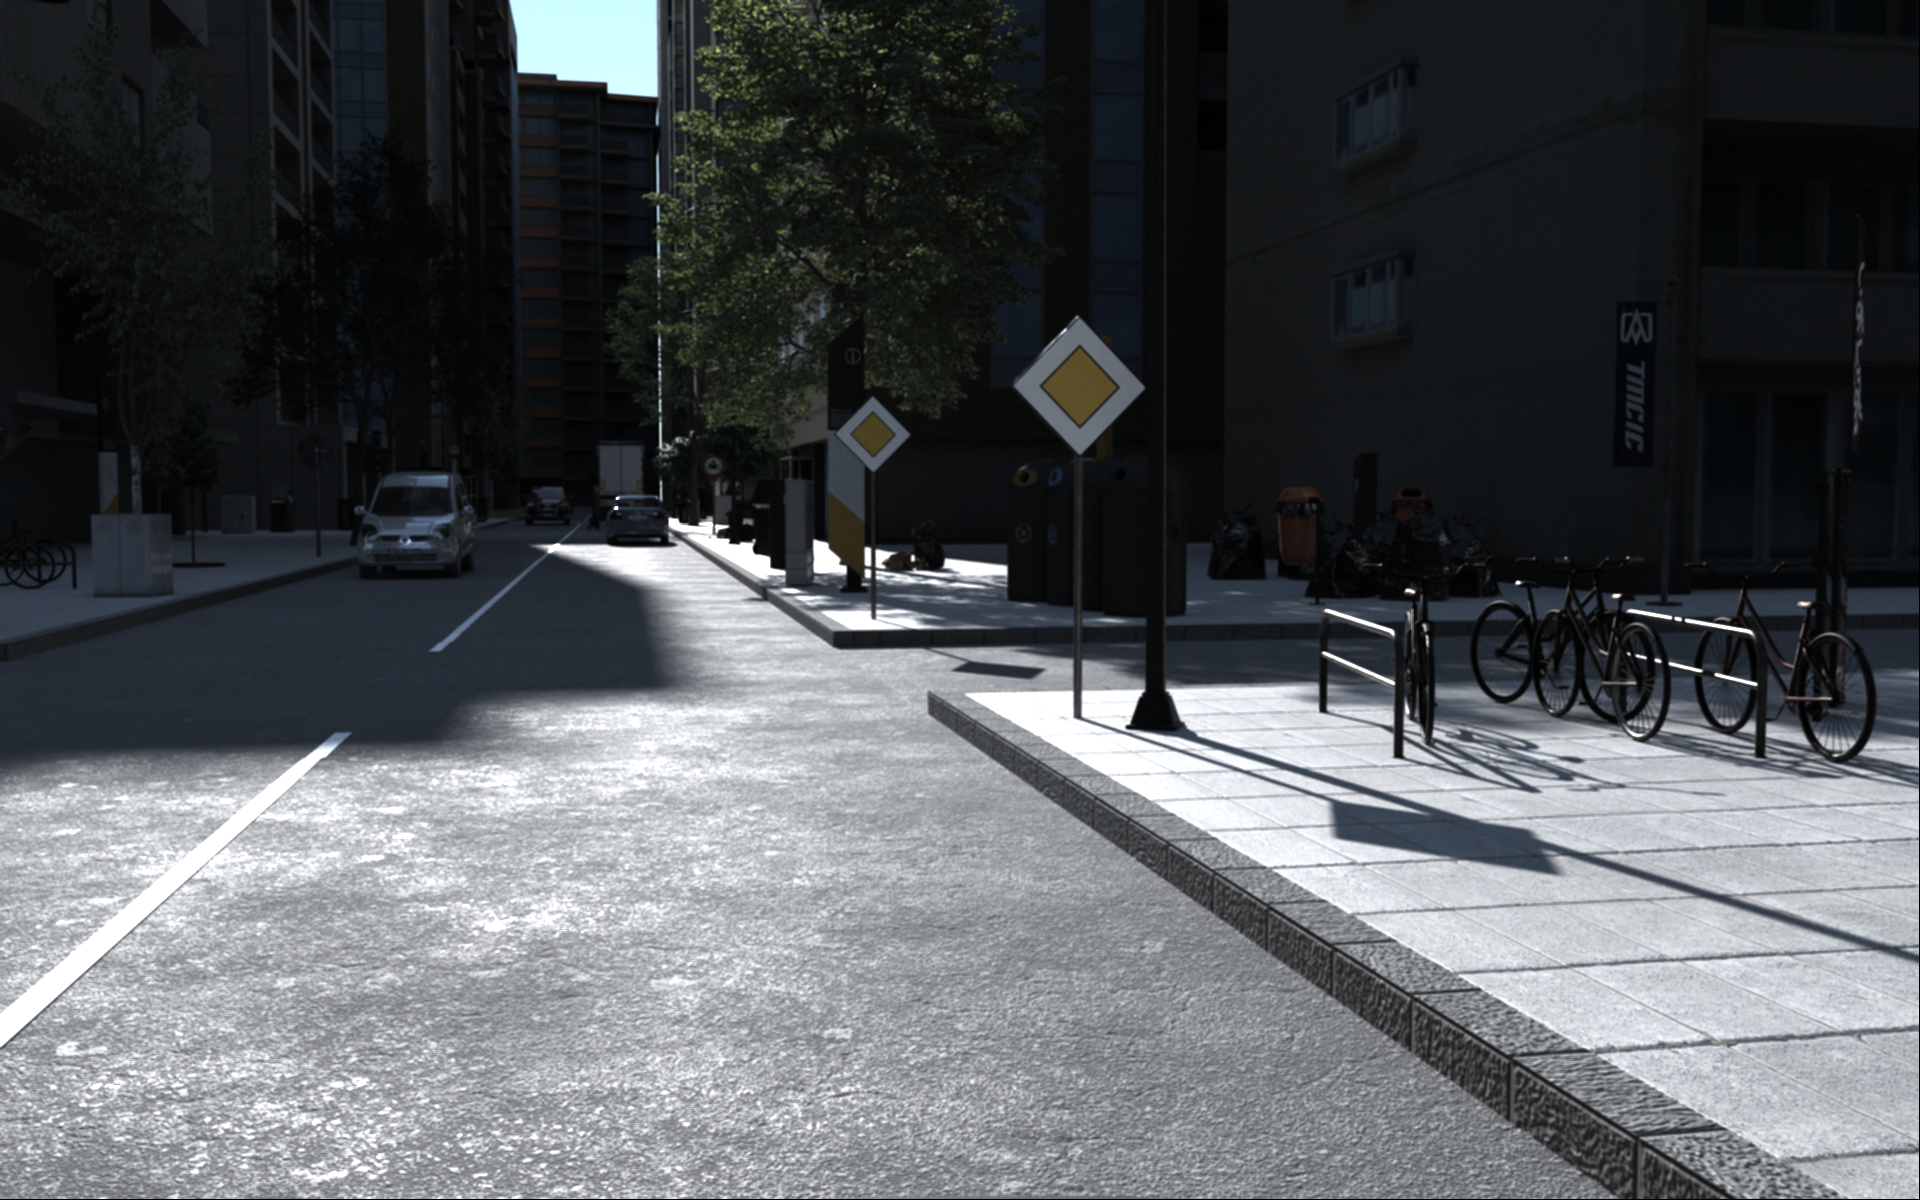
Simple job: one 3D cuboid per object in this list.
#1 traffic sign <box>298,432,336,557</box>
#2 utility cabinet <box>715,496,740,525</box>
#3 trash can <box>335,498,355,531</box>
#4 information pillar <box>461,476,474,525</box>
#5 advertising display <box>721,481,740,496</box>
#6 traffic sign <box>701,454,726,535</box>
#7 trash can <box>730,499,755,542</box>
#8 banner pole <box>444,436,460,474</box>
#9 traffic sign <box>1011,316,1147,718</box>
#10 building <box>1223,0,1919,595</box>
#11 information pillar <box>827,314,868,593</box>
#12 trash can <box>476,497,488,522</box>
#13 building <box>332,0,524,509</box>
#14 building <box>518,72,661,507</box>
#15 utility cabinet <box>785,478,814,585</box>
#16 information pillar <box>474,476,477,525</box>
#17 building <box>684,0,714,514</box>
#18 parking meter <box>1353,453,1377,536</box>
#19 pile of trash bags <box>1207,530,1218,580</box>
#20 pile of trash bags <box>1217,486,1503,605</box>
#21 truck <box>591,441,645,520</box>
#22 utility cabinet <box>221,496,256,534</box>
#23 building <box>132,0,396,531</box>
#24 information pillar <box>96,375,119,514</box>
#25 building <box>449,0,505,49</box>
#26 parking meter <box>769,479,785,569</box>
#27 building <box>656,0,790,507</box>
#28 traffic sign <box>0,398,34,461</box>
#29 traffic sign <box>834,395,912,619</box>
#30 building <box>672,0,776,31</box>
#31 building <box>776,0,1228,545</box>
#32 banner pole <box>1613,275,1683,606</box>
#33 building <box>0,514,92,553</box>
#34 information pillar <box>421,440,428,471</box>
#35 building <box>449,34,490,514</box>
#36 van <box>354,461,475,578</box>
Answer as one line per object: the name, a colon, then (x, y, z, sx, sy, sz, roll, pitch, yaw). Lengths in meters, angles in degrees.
traffic sign: (-13.131, -2.158, 35.389, 0.768, 2.556, 0.104, 0, 4, -4)
utility cabinet: (-9.664, -3.720, 71.976, 1.020, 1.237, 0.306, 1, 4, 12)
trash can: (-21.563, -3.013, 60.918, 0.748, 1.137, 0.748, 0, 3, 0)
information pillar: (-20.136, -4.042, 70.572, 0.304, 2.012, 0.304, 1, 4, 18)
advertising display: (-11.149, -4.825, 84.110, 0.974, 1.923, 0.123, -2, 4, -31)
traffic sign: (-7.800, -3.348, 54.846, 0.768, 2.556, 0.104, 0, 4, -5)
trash can: (-5.841, -2.154, 46.877, 0.748, 1.137, 0.748, 0, 3, 0)
banner pole: (-21.834, -5.153, 74.270, 0.863, 3.779, 0.401, -1, 4, -17)
traffic sign: (0.671, -0.381, 9.867, 0.795, 2.450, 0.064, -1, 4, -11)
building: (16.707, -25.028, 32.916, 21.600, 48.544, 21.300, -1, 4, -11)
information pillar: (-1.464, -1.906, 22.520, 0.504, 3.616, 0.183, -1, 4, -12)
trash can: (-21.923, -4.128, 79.148, 0.748, 1.137, 0.748, 0, 3, 0)
building: (-46.333, -30.719, 152.361, 14.200, 45.320, 14.600, -1, 4, -11)
building: (-46.243, -32.310, 182.884, 28.867, 44.769, 22.147, -1, 4, -11)
utility cabinet: (-2.253, -0.967, 24.484, 0.318, 1.500, 1.173, 0, 3, 0)
information pillar: (-20.121, -4.086, 71.300, 0.304, 2.012, 0.304, 2, 4, 30)
building: (-8.899, -35.516, 122.686, 21.231, 58.520, 28.212, -1, 4, -11)
parking meter: (5.800, -1.168, 24.814, 0.255, 1.863, 0.399, 0, 4, -1)
pile of trash bags: (5.406, -1.011, 26.279, 3.447, 1.369, 1.912, 1, 4, 18)
pile of trash bags: (5.049, -0.702, 21.228, 3.447, 1.369, 1.912, -3, 5, -42)
truck: (-19.224, -6.632, 97.342, 2.839, 4.237, 11.283, -1, 4, -13)
utility cabinet: (-23.245, -2.729, 55.788, 1.020, 1.237, 0.306, 0, 4, 3)
building: (-33.962, -38.499, 67.714, 20.563, 71.187, 20.611, -1, 4, -11)
information pillar: (-16.851, -2.623, 34.241, 0.183, 3.616, 0.504, 0, 4, 8)
building: (-45.563, -29.026, 129.205, 22.147, 44.769, 28.867, -1, 4, -11)
parking meter: (-3.103, -1.317, 29.939, 0.372, 1.533, 0.369, 0, 3, 0)
building: (-21.976, -45.788, 186.878, 20.611, 71.187, 20.563, -1, 4, -11)
traffic sign: (-9.028, -0.762, 16.104, 0.795, 2.450, 0.064, -1, 4, -11)
traffic sign: (-0.890, -0.860, 17.698, 0.795, 2.450, 0.064, -1, 4, -11)
building: (-16.554, -28.111, 143.217, 14.154, 41.232, 14.086, -1, 4, -11)
building: (2.171, -24.473, 50.237, 14.600, 45.320, 14.200, -1, 4, -11)
banner pole: (7.895, -1.826, 19.875, 0.863, 3.779, 0.401, 0, 4, 0)
building: (-32.401, -27.283, 35.315, 28.713, 52.752, 27.495, -1, 4, -11)
information pillar: (-23.313, -5.140, 75.397, 0.183, 3.616, 0.504, -3, 5, -42)
building: (-37.452, -20.603, 108.560, 14.160, 30.474, 14.107, -1, 4, -11)
van: (-9.635, -1.456, 30.818, 2.013, 2.044, 4.112, -1, 4, -11)
